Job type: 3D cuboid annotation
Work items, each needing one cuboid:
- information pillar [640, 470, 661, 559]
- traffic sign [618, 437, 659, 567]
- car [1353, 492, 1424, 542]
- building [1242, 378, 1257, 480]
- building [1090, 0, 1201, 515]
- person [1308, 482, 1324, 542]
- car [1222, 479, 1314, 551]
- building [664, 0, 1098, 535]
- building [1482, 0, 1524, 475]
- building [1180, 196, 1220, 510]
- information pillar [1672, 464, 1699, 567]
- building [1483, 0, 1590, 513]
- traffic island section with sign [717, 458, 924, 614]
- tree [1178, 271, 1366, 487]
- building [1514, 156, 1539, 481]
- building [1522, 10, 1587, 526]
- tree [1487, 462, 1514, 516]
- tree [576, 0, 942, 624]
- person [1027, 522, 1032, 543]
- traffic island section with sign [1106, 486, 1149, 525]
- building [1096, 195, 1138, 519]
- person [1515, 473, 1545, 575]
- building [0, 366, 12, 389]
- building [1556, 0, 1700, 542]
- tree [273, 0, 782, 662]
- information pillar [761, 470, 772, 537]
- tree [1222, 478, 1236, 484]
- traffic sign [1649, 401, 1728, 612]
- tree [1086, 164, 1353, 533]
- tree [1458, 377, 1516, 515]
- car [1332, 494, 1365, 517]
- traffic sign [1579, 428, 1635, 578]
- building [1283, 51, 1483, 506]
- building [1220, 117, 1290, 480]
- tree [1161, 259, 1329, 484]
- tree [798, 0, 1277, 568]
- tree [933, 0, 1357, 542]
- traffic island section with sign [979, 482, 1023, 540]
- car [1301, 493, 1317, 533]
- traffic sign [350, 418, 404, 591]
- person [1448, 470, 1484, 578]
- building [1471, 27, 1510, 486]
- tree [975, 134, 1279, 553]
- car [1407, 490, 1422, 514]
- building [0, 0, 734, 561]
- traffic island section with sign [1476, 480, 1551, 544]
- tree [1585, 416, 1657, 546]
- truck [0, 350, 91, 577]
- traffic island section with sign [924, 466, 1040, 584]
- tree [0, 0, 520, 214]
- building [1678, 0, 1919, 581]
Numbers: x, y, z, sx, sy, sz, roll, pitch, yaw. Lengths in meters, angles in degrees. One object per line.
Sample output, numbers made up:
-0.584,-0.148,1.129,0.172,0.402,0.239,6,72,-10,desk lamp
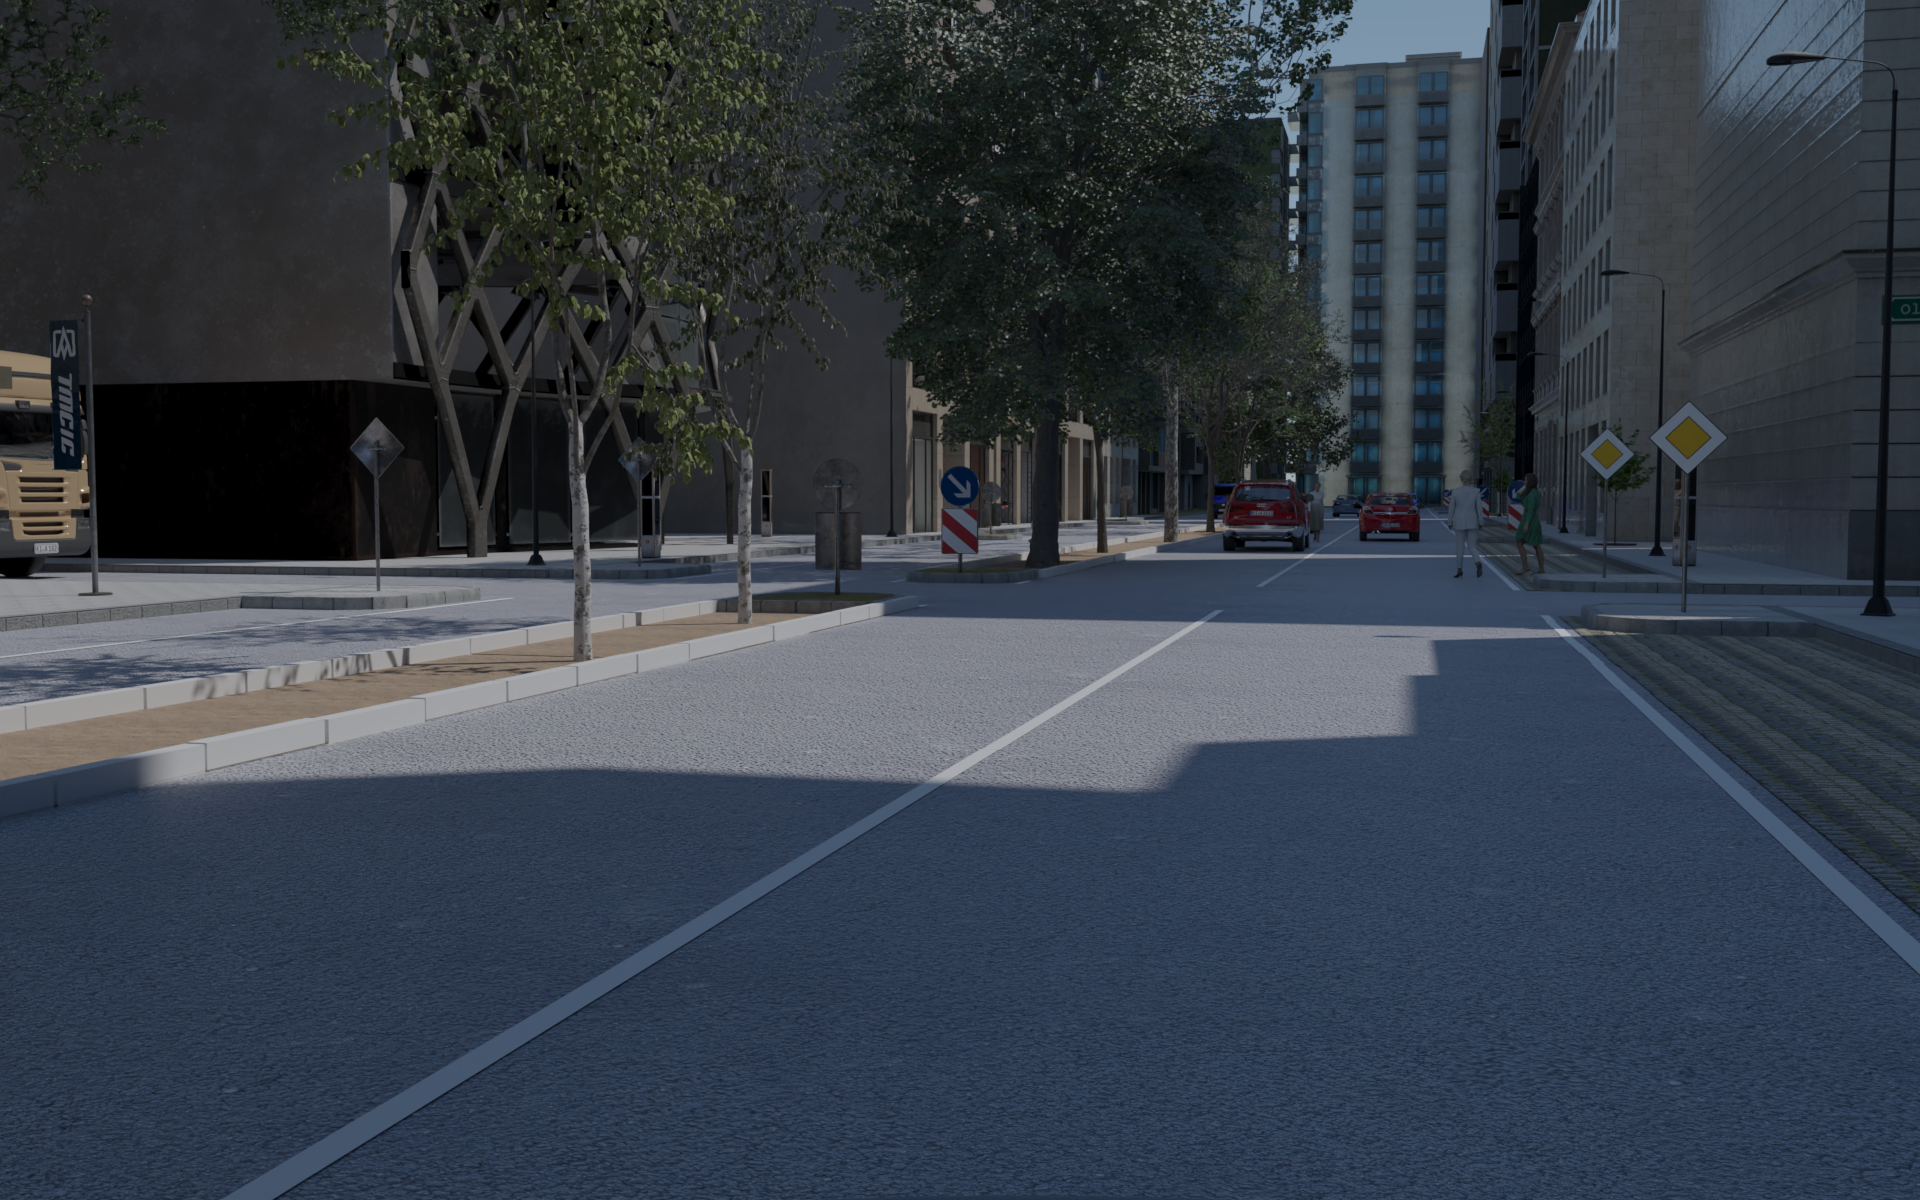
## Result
-6.174,-1.838,34.544,0.304,2.012,0.304,1,4,16,information pillar
-5.657,-1.644,30.515,0.795,2.450,0.064,1,4,15,traffic sign
13.351,-2.745,53.924,2.155,1.783,4.494,1,4,13,car
13.225,-19.812,168.973,28.899,21.520,27.650,1,4,15,building
4.678,-28.450,119.786,22.147,44.769,28.867,1,4,15,building
10.758,-2.664,52.285,0.478,1.798,0.641,1,4,16,person
7.991,-2.218,44.938,2.281,1.827,5.304,1,4,14,car
-6.707,-16.397,72.610,19.350,26.468,34.151,1,4,15,building
57.157,-33.701,140.250,28.713,52.752,27.495,1,4,15,building
13.332,-22.534,140.137,14.160,30.474,14.107,1,4,15,building
12.877,-1.605,30.741,0.304,2.012,0.304,0,4,-5,information pillar
47.034,-41.510,116.938,20.563,71.187,20.611,1,4,15,building
-1.719,-0.820,21.548,2.006,1.907,1.989,1,4,15,traffic island section with sign
15.512,-10.265,87.293,9.611,12.733,9.660,0,3,0,tree
35.461,-15.840,88.662,12.332,23.373,15.834,1,4,15,building
29.681,-14.368,71.077,11.583,22.565,21.152,1,4,15,building
32.425,-6.633,103.055,1.663,3.219,1.824,0,3,0,tree
-2.322,-4.050,19.037,4.360,8.622,3.978,0,3,0,tree
2.170,-2.343,47.160,0.624,1.780,0.694,1,4,18,person
7.749,-4.416,80.835,1.989,1.847,2.006,1,4,15,traffic island section with sign
3.546,-14.794,96.638,10.420,20.320,16.860,1,4,15,building
9.994,-1.319,30.305,0.529,1.795,0.600,1,4,14,person
-29.507,-22.076,15.567,28.867,44.769,22.147,1,4,15,building
24.573,-12.117,52.871,10.420,20.320,16.860,1,4,15,building
-3.236,-3.759,14.272,4.737,8.622,4.395,0,3,0,tree
-5.796,-2.897,51.861,0.304,2.012,0.304,0,4,0,information pillar
22.551,-10.138,149.468,4.285,4.588,4.351,0,3,0,tree
7.854,-0.923,18.739,0.795,2.450,0.064,1,4,15,traffic sign
9.334,-9.247,64.013,12.009,13.543,11.850,0,3,0,tree
33.513,-9.663,108.352,4.737,8.622,4.395,0,3,0,tree
24.378,-5.916,108.733,2.014,1.417,4.499,1,4,16,car
9.866,-1.396,26.468,0.795,2.450,0.064,1,4,15,traffic sign
51.706,-34.949,191.021,30.456,49.044,23.786,1,4,15,building
29.066,-31.137,192.682,14.086,41.232,14.154,1,4,15,building
12.278,-9.020,75.689,9.928,11.665,9.643,0,3,0,tree
1.629,-7.593,33.257,9.857,13.997,8.962,0,3,0,tree
5.279,-11.829,51.752,12.611,20.169,13.585,0,3,0,tree
0.902,-2.808,54.541,1.989,1.847,2.006,1,4,15,traffic island section with sign
12.451,-3.400,64.625,2.155,1.783,4.494,1,4,16,car
-7.669,-1.171,22.787,0.795,2.450,0.064,1,4,15,traffic sign
8.578,-1.279,29.285,0.514,1.842,0.818,0,4,-7,person
56.020,-31.343,162.575,14.600,45.320,14.200,1,4,15,building
3.563,-6.428,41.964,8.767,10.594,7.601,1,4,15,tree
31.122,-6.784,120.511,1.945,1.707,3.694,1,4,14,car
-14.444,-10.671,41.919,16.820,18.784,16.811,1,4,15,building
16.221,-2.577,50.766,1.989,1.847,2.006,1,4,15,traffic island section with sign
16.346,-2.969,43.140,1.663,3.219,1.824,0,3,0,tree
-19.964,-2.510,29.951,11.283,4.237,2.839,1,4,15,truck
0.157,-1.259,28.715,2.006,1.907,1.989,1,4,15,traffic island section with sign
-5.134,-4.365,8.240,8.767,10.594,7.601,1,4,15,tree
35.950,-15.335,27.149,44.131,29.872,17.030,1,4,15,building
